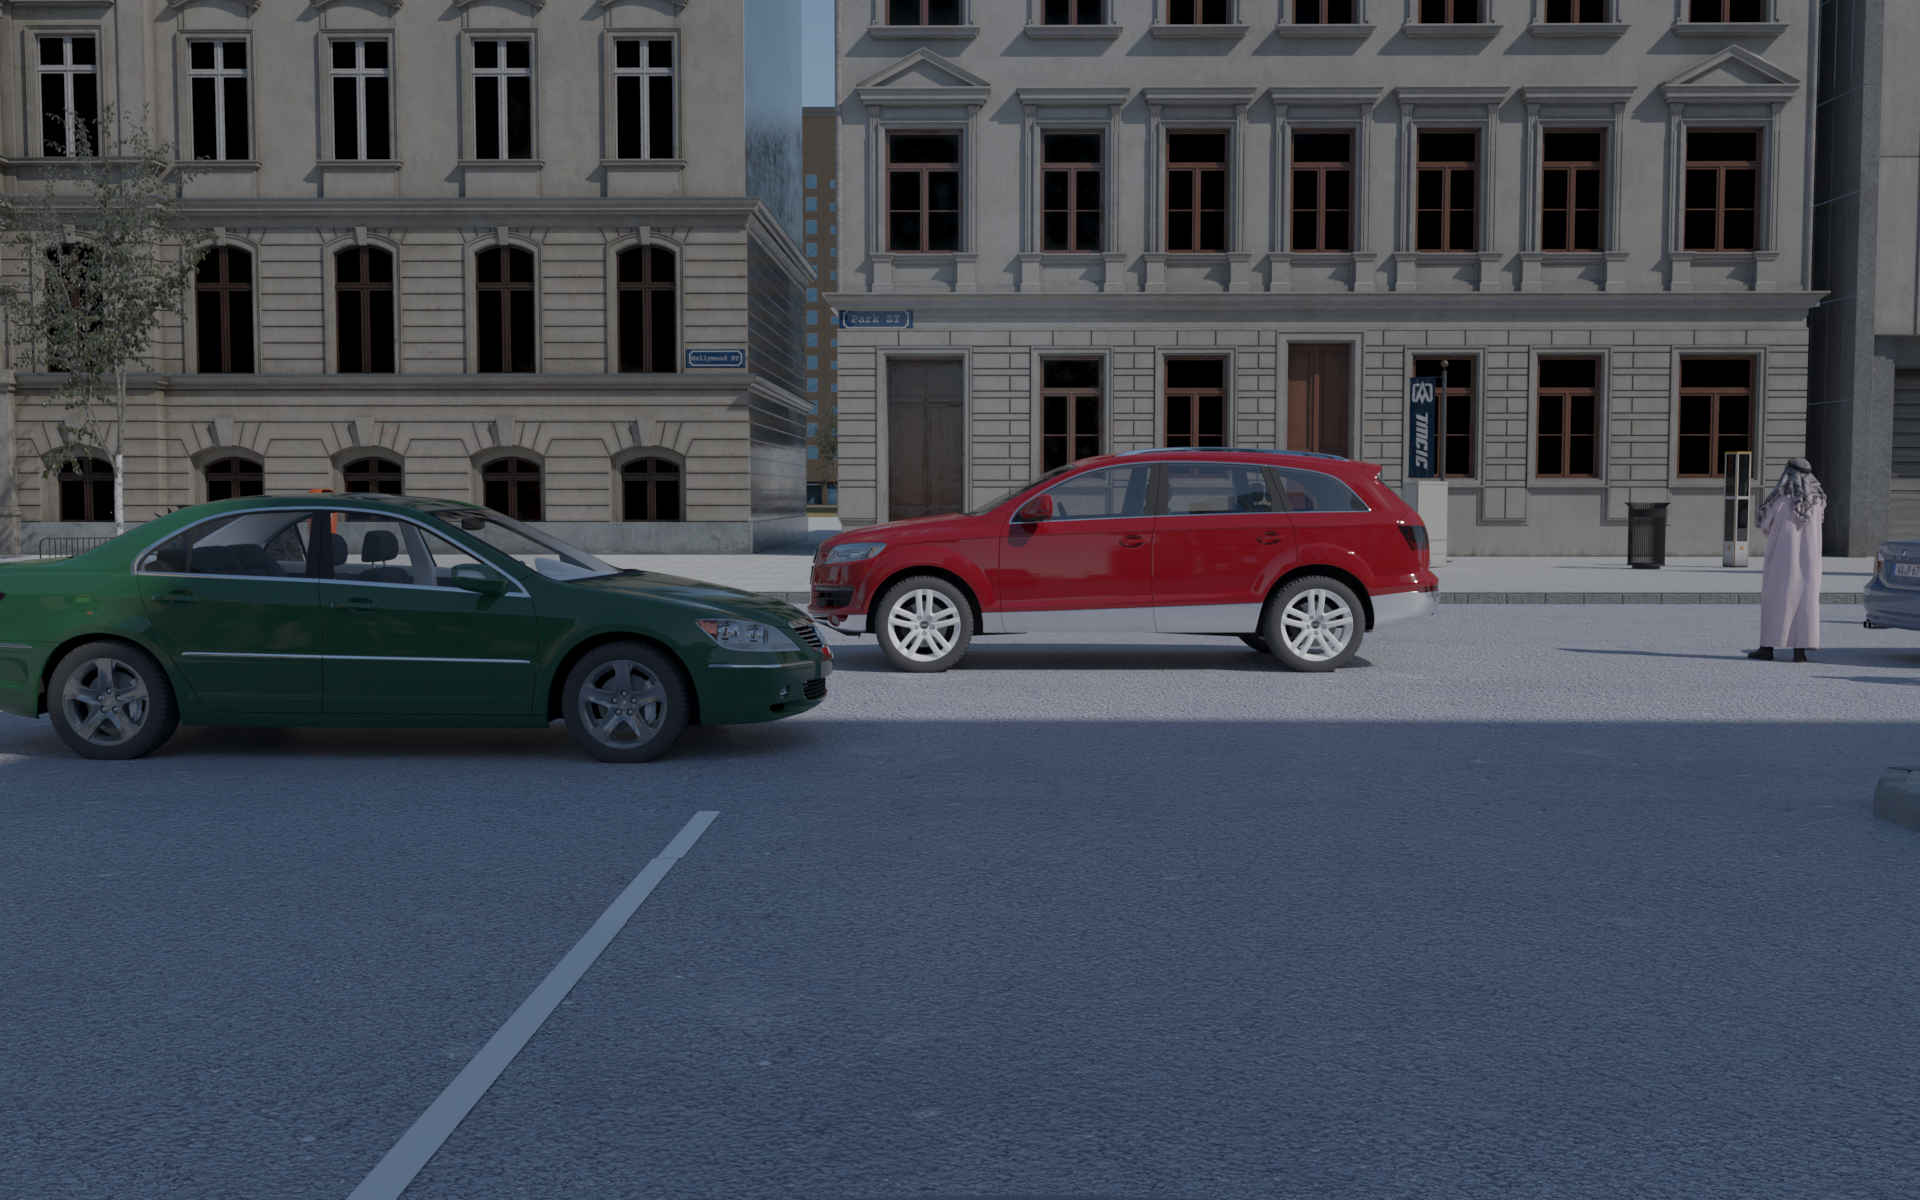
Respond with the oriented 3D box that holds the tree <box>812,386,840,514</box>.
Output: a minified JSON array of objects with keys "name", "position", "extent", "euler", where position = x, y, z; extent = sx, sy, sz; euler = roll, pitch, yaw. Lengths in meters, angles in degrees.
[{"name":"tree","position":[-7.933,-9.946,112.986],"extent":[4.360,8.622,3.978],"euler":[0,3,0]}]

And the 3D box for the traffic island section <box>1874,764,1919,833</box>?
[{"name":"traffic island section","position":[5.055,0.945,6.828],"extent":[2.009,0.180,2.903],"euler":[0,4,1]}]

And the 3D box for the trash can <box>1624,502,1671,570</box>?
[{"name":"trash can","position":[11.750,-1.100,29.634],"extent":[0.748,1.137,0.748],"euler":[0,3,0]}]

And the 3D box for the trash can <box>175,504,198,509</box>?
[{"name":"trash can","position":[-10.269,-0.729,23.580],"extent":[0.748,1.137,0.748],"euler":[0,3,0]}]

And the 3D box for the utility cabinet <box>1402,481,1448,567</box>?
[{"name":"utility cabinet","position":[8.040,-1.304,30.006],"extent":[0.318,1.500,1.173],"euler":[3,5,40]}]

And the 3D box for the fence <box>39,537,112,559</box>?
[{"name":"fence","position":[-11.729,-0.539,24.184],"extent":[2.069,0.683,0.278],"euler":[-2,4,-34]}]

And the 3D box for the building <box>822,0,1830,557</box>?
[{"name":"building","position":[7.378,-12.448,39.682],"extent":[21.152,22.565,11.583],"euler":[0,4,1]}]

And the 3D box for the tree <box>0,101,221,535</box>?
[{"name":"tree","position":[-15.829,-4.987,31.905],"extent":[4.360,8.622,3.978],"euler":[0,3,0]}]

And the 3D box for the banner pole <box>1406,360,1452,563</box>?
[{"name":"banner pole","position":[8.845,-2.603,32.575],"extent":[0.863,3.779,0.401],"euler":[1,4,16]}]

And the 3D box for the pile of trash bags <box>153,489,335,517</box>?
[{"name":"pile of trash bags","position":[-11.620,-1.157,28.674],"extent":[1.912,1.369,3.447],"euler":[2,4,24]}]

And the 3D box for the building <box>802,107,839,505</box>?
[{"name":"building","position":[-16.446,-33.649,200.266],"extent":[14.200,45.320,14.600],"euler":[0,4,1]}]

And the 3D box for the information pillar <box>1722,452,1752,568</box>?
[{"name":"information pillar","position":[13.562,-1.575,30.240],"extent":[0.304,2.012,0.304],"euler":[-1,4,-17]}]

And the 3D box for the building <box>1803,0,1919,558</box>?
[{"name":"building","position":[27.927,-13.578,40.026],"extent":[19.932,24.808,12.078],"euler":[0,4,1]}]

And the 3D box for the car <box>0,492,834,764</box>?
[{"name":"car","position":[-3.195,0.103,10.108],"extent":[4.920,1.459,2.131],"euler":[0,4,2]}]

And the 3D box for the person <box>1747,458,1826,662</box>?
[{"name":"person","position":[7.150,-0.349,14.878],"extent":[0.551,1.740,0.621],"euler":[-1,4,-13]}]

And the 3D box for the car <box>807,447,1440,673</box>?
[{"name":"car","position":[1.351,-0.375,14.798],"extent":[5.304,1.827,2.281],"euler":[0,4,0]}]

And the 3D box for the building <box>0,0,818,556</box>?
[{"name":"building","position":[-21.261,-13.582,41.149],"extent":[34.723,24.649,14.460],"euler":[0,4,1]}]

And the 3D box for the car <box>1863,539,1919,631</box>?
[{"name":"car","position":[10.172,-0.165,14.701],"extent":[4.499,1.417,2.014],"euler":[0,4,0]}]
